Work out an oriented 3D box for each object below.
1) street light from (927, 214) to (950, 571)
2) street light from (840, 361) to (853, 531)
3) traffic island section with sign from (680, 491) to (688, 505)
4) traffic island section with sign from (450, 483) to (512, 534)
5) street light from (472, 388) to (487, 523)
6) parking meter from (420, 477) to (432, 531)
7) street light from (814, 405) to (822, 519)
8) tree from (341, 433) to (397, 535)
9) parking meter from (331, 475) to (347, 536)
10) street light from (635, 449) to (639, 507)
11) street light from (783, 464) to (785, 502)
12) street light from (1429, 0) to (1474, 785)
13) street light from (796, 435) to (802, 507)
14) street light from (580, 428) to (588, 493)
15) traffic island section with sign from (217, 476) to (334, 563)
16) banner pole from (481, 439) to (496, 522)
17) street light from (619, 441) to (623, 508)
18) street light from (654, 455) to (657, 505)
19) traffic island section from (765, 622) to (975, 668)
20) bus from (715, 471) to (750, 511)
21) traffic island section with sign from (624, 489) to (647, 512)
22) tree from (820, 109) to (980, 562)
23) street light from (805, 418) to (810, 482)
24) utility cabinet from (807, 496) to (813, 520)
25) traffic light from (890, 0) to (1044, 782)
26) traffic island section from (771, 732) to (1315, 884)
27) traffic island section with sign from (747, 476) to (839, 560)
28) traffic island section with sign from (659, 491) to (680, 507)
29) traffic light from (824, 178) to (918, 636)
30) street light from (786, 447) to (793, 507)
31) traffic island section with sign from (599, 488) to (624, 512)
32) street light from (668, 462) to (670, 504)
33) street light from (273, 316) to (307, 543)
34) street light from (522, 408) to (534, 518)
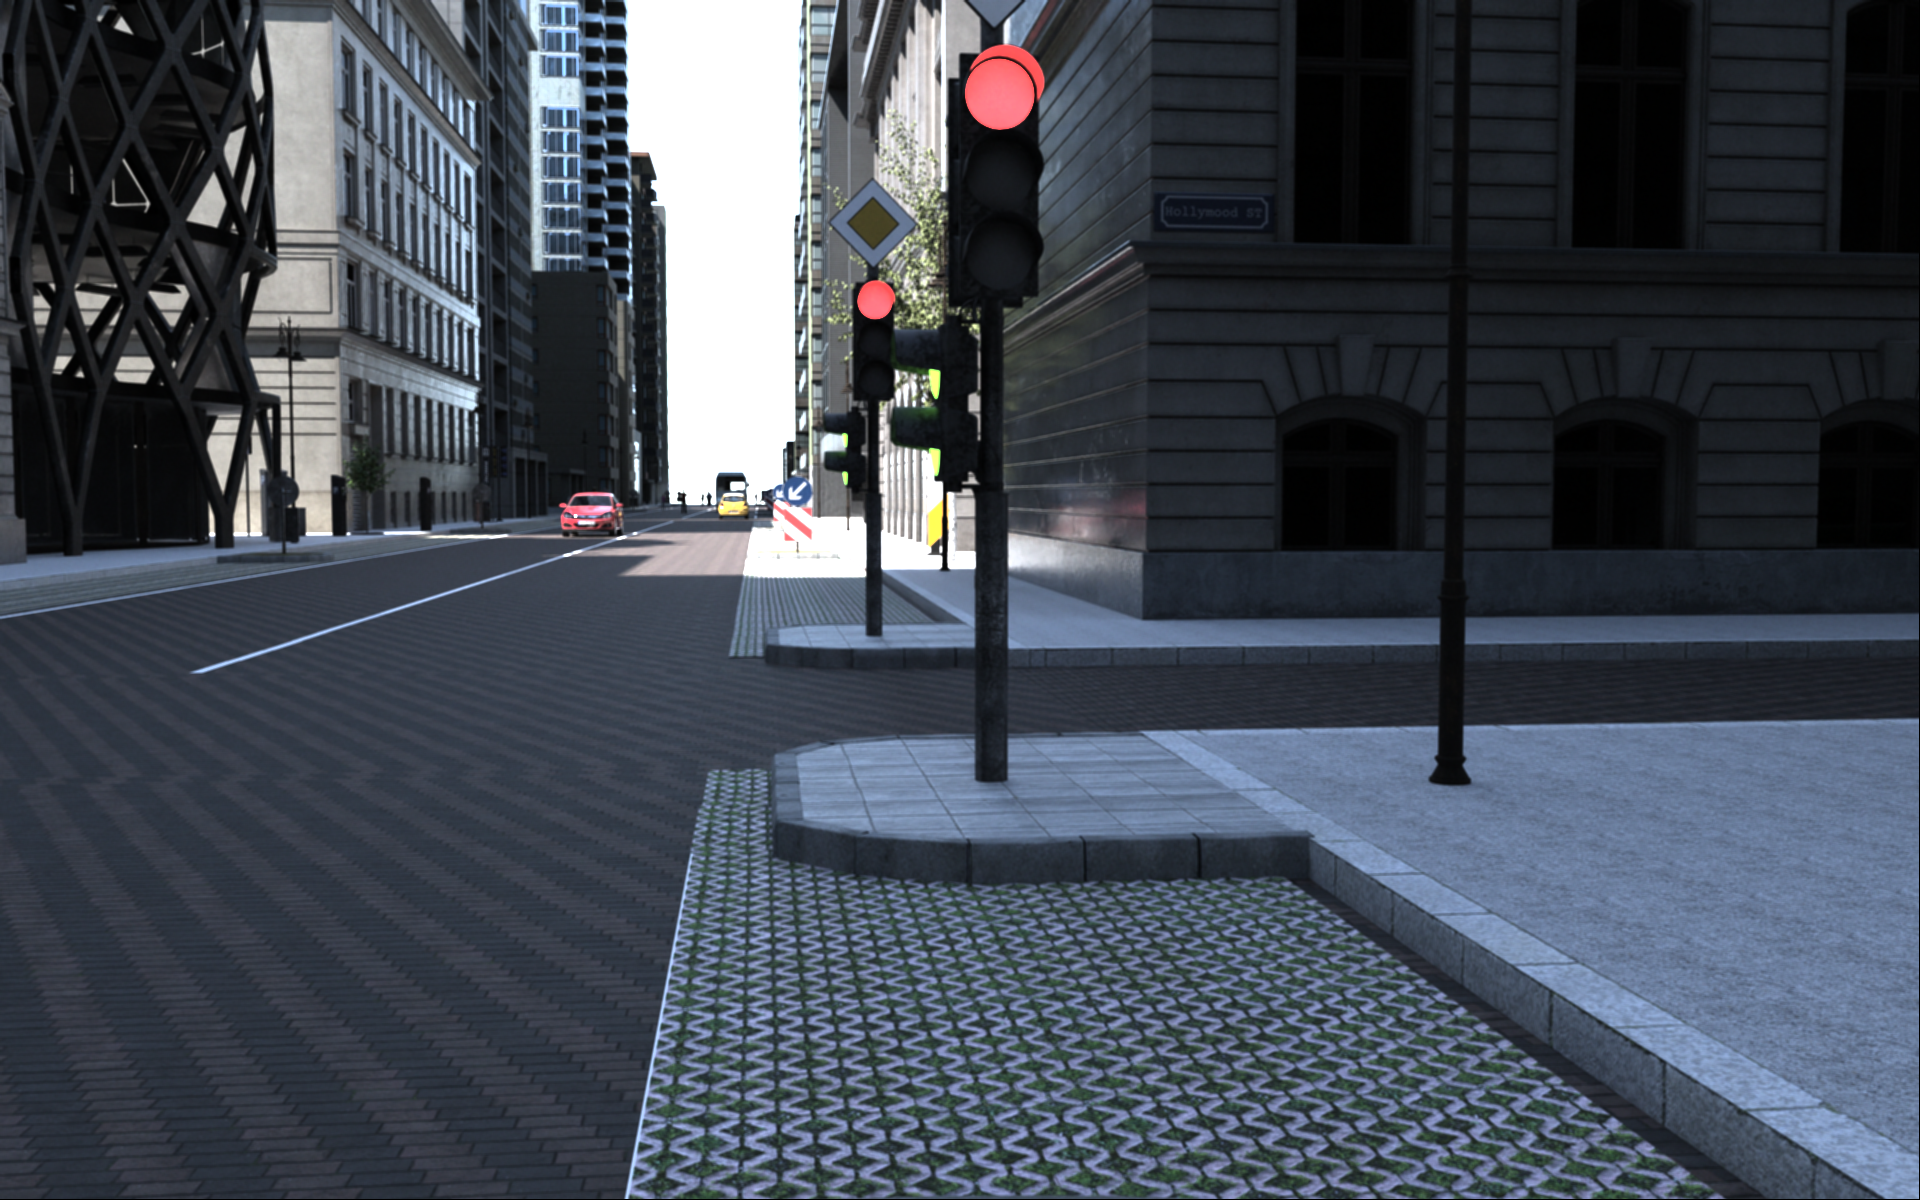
[{"bbox_3d":[-0.253,-3.426,28.808,0.468,5.910,1.993,0,4,-7],"label":"street light"},{"bbox_3d":[-3.867,-5.317,59.726,0.468,5.910,1.993,0,4,-7],"label":"street light"},{"bbox_3d":[-35.842,-13.018,221.464,1.989,1.847,2.006,0,4,-7],"label":"traffic island section with sign"},{"bbox_3d":[-17.517,-3.352,63.439,1.989,1.847,2.006,0,4,-7],"label":"traffic island section with sign"},{"bbox_3d":[-20.925,-6.283,75.511,0.468,5.910,1.993,0,4,-7],"label":"street light"},{"bbox_3d":[-18.641,-3.347,60.429,0.255,1.863,0.399,1,4,9],"label":"parking meter"},{"bbox_3d":[-7.341,-7.170,90.015,0.468,5.910,1.993,0,4,-7],"label":"street light"},{"bbox_3d":[-18.690,-3.688,54.903,1.663,3.219,1.824,0,3,0],"label":"tree"},{"bbox_3d":[-18.931,-2.881,52.815,0.399,1.863,0.255,1,4,21],"label":"parking meter"},{"bbox_3d":[-32.259,-12.257,173.186,0.468,5.910,1.993,0,4,-7],"label":"street light"},{"bbox_3d":[-18.602,-13.089,186.790,0.468,5.910,1.993,0,4,-7],"label":"street light"},{"bbox_3d":[2.182,-2.125,7.533,0.468,5.910,1.993,0,4,-7],"label":"street light"},{"bbox_3d":[-12.622,-9.960,135.639,0.468,5.910,1.993,0,4,-7],"label":"street light"},{"bbox_3d":[-26.405,-9.127,122.013,0.468,5.910,1.993,0,4,-7],"label":"street light"},{"bbox_3d":[-14.409,-1.714,36.656,1.989,1.847,2.006,0,4,-7],"label":"traffic island section with sign"},{"bbox_3d":[-21.404,-5.423,78.689,0.401,3.779,0.863,2,4,29],"label":"banner pole"},{"bbox_3d":[-29.822,-10.980,152.309,0.468,5.910,1.993,0,4,-7],"label":"street light"},{"bbox_3d":[-35.740,-14.114,203.553,0.468,5.910,1.993,0,4,-7],"label":"street light"},{"bbox_3d":[-0.757,0.402,15.712,2.009,0.180,2.903,0,4,-7],"label":"traffic island section"},{"bbox_3d":[-19.263,-9.273,146.471,2.948,3.499,13.247,0,4,-7],"label":"bus"},{"bbox_3d":[-26.461,-8.072,140.611,1.989,1.847,2.006,0,4,-7],"label":"traffic island section with sign"},{"bbox_3d":[-0.357,-5.026,32.534,4.737,8.622,4.395,0,3,0],"label":"tree"},{"bbox_3d":[-9.180,-8.108,105.347,0.468,5.910,1.993,0,4,-7],"label":"street light"},{"bbox_3d":[-7.391,-4.550,85.546,0.306,1.237,1.020,0,4,-6],"label":"utility cabinet"},{"bbox_3d":[0.122,-1.146,7.661,0.839,4.253,0.868,0,4,-7],"label":"traffic light"},{"bbox_3d":[0.163,0.887,7.779,2.009,0.180,2.903,0,4,-7],"label":"traffic island section"},{"bbox_3d":[-3.725,-1.822,38.422,1.989,1.847,2.006,0,4,-7],"label":"traffic island section with sign"},{"bbox_3d":[-32.676,-11.339,194.012,1.989,1.847,2.006,0,4,-7],"label":"traffic island section with sign"},{"bbox_3d":[-0.798,-1.631,15.593,0.839,4.253,0.868,0,4,-7],"label":"traffic light"},{"bbox_3d":[-16.214,-11.828,166.175,0.468,5.910,1.993,0,4,-7],"label":"street light"},{"bbox_3d":[-23.365,-6.435,113.834,1.989,1.847,2.006,0,4,-7],"label":"traffic island section with sign"},{"bbox_3d":[-39.251,-15.966,233.838,0.468,5.910,1.993,0,4,-7],"label":"street light"},{"bbox_3d":[-17.428,-4.427,45.170,0.468,5.910,1.993,0,4,-7],"label":"street light"},{"bbox_3d":[-22.784,-7.261,91.497,0.468,5.910,1.993,0,4,-7],"label":"street light"}]
